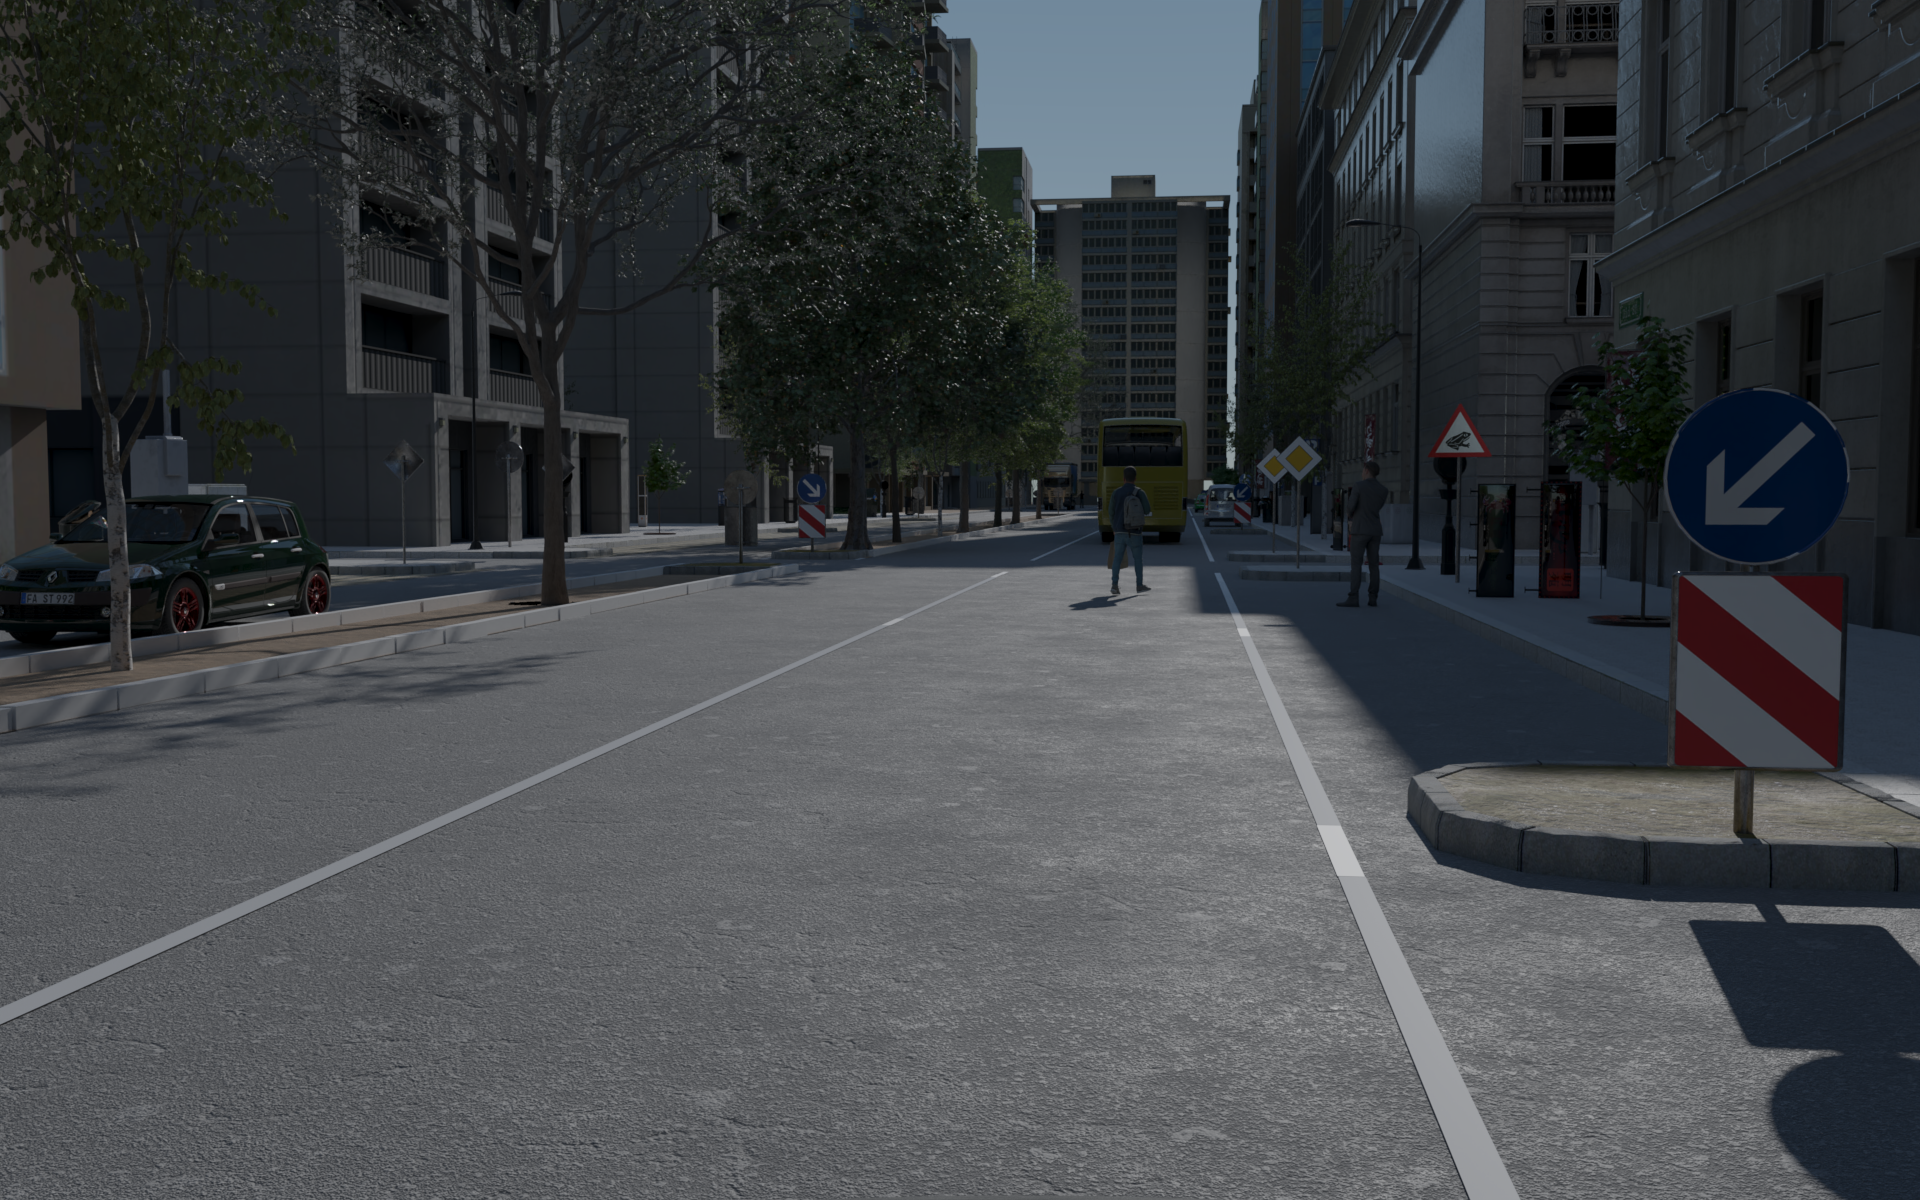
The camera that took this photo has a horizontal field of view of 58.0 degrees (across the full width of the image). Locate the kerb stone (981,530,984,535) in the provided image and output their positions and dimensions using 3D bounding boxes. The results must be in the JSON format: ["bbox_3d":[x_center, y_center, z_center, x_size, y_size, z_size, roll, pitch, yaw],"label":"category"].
[{"bbox_3d":[0.637,-2.333,60.341,0.120,0.150,1.000,0,4,7],"label":"kerb stone"}]

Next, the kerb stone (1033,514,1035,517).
[{"bbox_3d":[4.288,-5.080,105.316,0.120,0.150,1.000,0,4,7],"label":"kerb stone"}]

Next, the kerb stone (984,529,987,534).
[{"bbox_3d":[0.761,-2.392,61.362,0.120,0.150,1.000,0,4,7],"label":"kerb stone"}]

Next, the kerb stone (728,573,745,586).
[{"bbox_3d":[-3.607,-0.309,27.242,0.120,0.150,1.000,0,4,7],"label":"kerb stone"}]

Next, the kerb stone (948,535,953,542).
[{"bbox_3d":[-0.414,-1.835,52.194,0.120,0.150,1.000,0,4,7],"label":"kerb stone"}]

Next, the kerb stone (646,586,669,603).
[{"bbox_3d":[-4.135,-0.060,23.171,0.120,0.150,1.000,0,4,7],"label":"kerb stone"}]

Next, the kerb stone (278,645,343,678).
[{"bbox_3d":[-5.305,0.501,14.003,0.120,0.150,1.000,0,4,7],"label":"kerb stone"}]

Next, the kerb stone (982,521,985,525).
[{"bbox_3d":[0.898,-3.466,78.899,0.120,0.150,1.000,0,4,7],"label":"kerb stone"}]

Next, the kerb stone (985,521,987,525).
[{"bbox_3d":[1.029,-3.526,79.913,0.120,0.150,1.000,0,4,7],"label":"kerb stone"}]

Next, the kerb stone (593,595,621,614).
[{"bbox_3d":[-4.389,0.065,21.138,0.120,0.150,1.000,0,4,7],"label":"kerb stone"}]

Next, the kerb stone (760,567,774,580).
[{"bbox_3d":[-3.354,-0.429,29.274,0.120,0.150,1.000,0,4,7],"label":"kerb stone"}]

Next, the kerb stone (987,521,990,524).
[{"bbox_3d":[1.159,-3.593,80.934,0.120,0.150,1.000,0,4,7],"label":"kerb stone"}]

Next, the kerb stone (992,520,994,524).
[{"bbox_3d":[1.411,-3.715,82.967,0.120,0.150,1.000,0,4,7],"label":"kerb stone"}]

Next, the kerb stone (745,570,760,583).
[{"bbox_3d":[-3.485,-0.366,28.257,0.120,0.150,1.000,0,4,7],"label":"kerb stone"}]

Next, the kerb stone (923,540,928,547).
[{"bbox_3d":[-1.061,-1.521,47.095,0.120,0.150,1.000,0,4,7],"label":"kerb stone"}]

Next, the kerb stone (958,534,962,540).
[{"bbox_3d":[-0.145,-1.960,54.236,0.120,0.150,1.000,0,4,7],"label":"kerb stone"}]

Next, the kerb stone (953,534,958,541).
[{"bbox_3d":[-0.273,-1.898,53.222,0.120,0.150,1.000,0,4,7],"label":"kerb stone"}]

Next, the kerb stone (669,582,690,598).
[{"bbox_3d":[-4.010,-0.122,24.192,0.120,0.150,1.000,0,4,7],"label":"kerb stone"}]

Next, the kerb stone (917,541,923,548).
[{"bbox_3d":[-1.192,-1.452,46.082,0.120,0.150,1.000,0,4,7],"label":"kerb stone"}]

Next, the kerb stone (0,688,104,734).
[{"bbox_3d":[-5.695,0.687,10.961,0.120,0.150,1.000,0,4,7],"label":"kerb stone"}]

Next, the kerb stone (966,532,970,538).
[{"bbox_3d":[0.112,-2.084,56.269,0.120,0.150,1.000,0,4,7],"label":"kerb stone"}]

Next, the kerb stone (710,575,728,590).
[{"bbox_3d":[-3.738,-0.244,26.224,0.120,0.150,1.000,0,4,7],"label":"kerb stone"}]

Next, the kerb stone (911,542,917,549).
[{"bbox_3d":[-1.325,-1.399,45.068,0.120,0.150,1.000,0,4,7],"label":"kerb stone"}]

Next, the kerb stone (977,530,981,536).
[{"bbox_3d":[0.501,-2.271,59.321,0.120,0.150,1.000,0,4,7],"label":"kerb stone"}]

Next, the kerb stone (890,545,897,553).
[{"bbox_3d":[-1.718,-1.212,42.005,0.120,0.150,1.000,0,4,7],"label":"kerb stone"}]

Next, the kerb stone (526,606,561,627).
[{"bbox_3d":[-4.659,0.190,19.092,0.120,0.150,1.000,0,4,7],"label":"kerb stone"}]

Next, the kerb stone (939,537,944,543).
[{"bbox_3d":[-0.674,-1.707,50.153,0.120,0.150,1.000,0,4,7],"label":"kerb stone"}]

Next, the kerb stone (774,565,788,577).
[{"bbox_3d":[-3.217,-0.495,30.292,0.120,0.150,1.000,0,4,7],"label":"kerb stone"}]

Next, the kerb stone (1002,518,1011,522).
[{"bbox_3d":[2.467,-4.214,91.102,0.120,0.150,1.000,0,4,7],"label":"kerb stone"}]

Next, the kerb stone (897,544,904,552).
[{"bbox_3d":[-1.588,-1.269,43.033,0.120,0.150,1.000,0,4,7],"label":"kerb stone"}]

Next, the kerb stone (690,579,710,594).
[{"bbox_3d":[-3.870,-0.184,25.206,0.120,0.150,1.000,0,4,7],"label":"kerb stone"}]

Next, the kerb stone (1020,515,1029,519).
[{"bbox_3d":[3.770,-4.835,101.244,0.120,0.150,1.000,0,4,7],"label":"kerb stone"}]

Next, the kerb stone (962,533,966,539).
[{"bbox_3d":[-0.011,-2.022,55.252,0.120,0.150,1.000,0,4,7],"label":"kerb stone"}]

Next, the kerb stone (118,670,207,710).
[{"bbox_3d":[-5.563,0.625,11.974,0.120,0.150,1.000,0,4,7],"label":"kerb stone"}]

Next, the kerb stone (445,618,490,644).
[{"bbox_3d":[-4.908,0.315,17.048,0.120,0.150,1.000,0,4,7],"label":"kerb stone"}]

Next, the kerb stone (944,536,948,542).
[{"bbox_3d":[-0.545,-1.772,51.167,0.120,0.150,1.000,0,4,7],"label":"kerb stone"}]

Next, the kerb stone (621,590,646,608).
[{"bbox_3d":[-4.264,0.005,22.152,0.120,0.150,1.000,0,4,7],"label":"kerb stone"}]

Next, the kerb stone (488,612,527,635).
[{"bbox_3d":[-4.793,0.253,18.072,0.120,0.150,1.000,0,4,7],"label":"kerb stone"}]

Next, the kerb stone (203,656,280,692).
[{"bbox_3d":[-5.433,0.563,12.988,0.120,0.150,1.000,0,4,7],"label":"kerb stone"}]

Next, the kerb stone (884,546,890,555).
[{"bbox_3d":[-1.851,-1.149,40.989,0.120,0.150,1.000,0,4,7],"label":"kerb stone"}]

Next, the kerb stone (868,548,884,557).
[{"bbox_3d":[-1.967,-1.087,39.972,0.120,0.150,1.000,0,4,7],"label":"kerb stone"}]

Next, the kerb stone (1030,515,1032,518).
[{"bbox_3d":[4.026,-4.958,103.279,0.120,0.150,1.000,0,4,7],"label":"kerb stone"}]

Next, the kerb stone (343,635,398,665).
[{"bbox_3d":[-5.182,0.443,15.020,0.120,0.150,1.000,0,4,7],"label":"kerb stone"}]

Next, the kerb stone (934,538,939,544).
[{"bbox_3d":[-0.803,-1.648,49.134,0.120,0.150,1.000,0,4,7],"label":"kerb stone"}]

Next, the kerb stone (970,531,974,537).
[{"bbox_3d":[0.248,-2.143,57.287,0.120,0.150,1.000,0,4,7],"label":"kerb stone"}]

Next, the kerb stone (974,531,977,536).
[{"bbox_3d":[0.366,-2.208,58.303,0.120,0.150,1.000,0,4,7],"label":"kerb stone"}]

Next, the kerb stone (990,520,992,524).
[{"bbox_3d":[1.291,-3.653,81.948,0.120,0.150,1.000,0,4,7],"label":"kerb stone"}]

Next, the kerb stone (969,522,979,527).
[{"bbox_3d":[0.635,-3.344,76.871,0.120,0.150,1.000,0,4,7],"label":"kerb stone"}]

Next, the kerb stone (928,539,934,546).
[{"bbox_3d":[-0.936,-1.585,48.114,0.120,0.150,1.000,0,4,7],"label":"kerb stone"}]

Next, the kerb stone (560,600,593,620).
[{"bbox_3d":[-4.519,0.128,20.108,0.120,0.150,1.000,0,4,7],"label":"kerb stone"}]

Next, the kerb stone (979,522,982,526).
[{"bbox_3d":[0.758,-3.405,77.886,0.120,0.150,1.000,0,4,7],"label":"kerb stone"}]

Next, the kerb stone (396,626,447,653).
[{"bbox_3d":[-5.046,0.377,16.033,0.120,0.150,1.000,0,4,7],"label":"kerb stone"}]

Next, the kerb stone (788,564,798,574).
[{"bbox_3d":[-3.089,-0.557,31.306,0.120,0.150,1.000,0,4,7],"label":"kerb stone"}]

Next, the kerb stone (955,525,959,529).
[{"bbox_3d":[-0.275,-2.907,69.756,0.120,0.150,1.000,0,4,7],"label":"kerb stone"}]

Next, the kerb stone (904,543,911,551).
[{"bbox_3d":[-1.456,-1.335,44.049,0.120,0.150,1.000,0,4,7],"label":"kerb stone"}]
